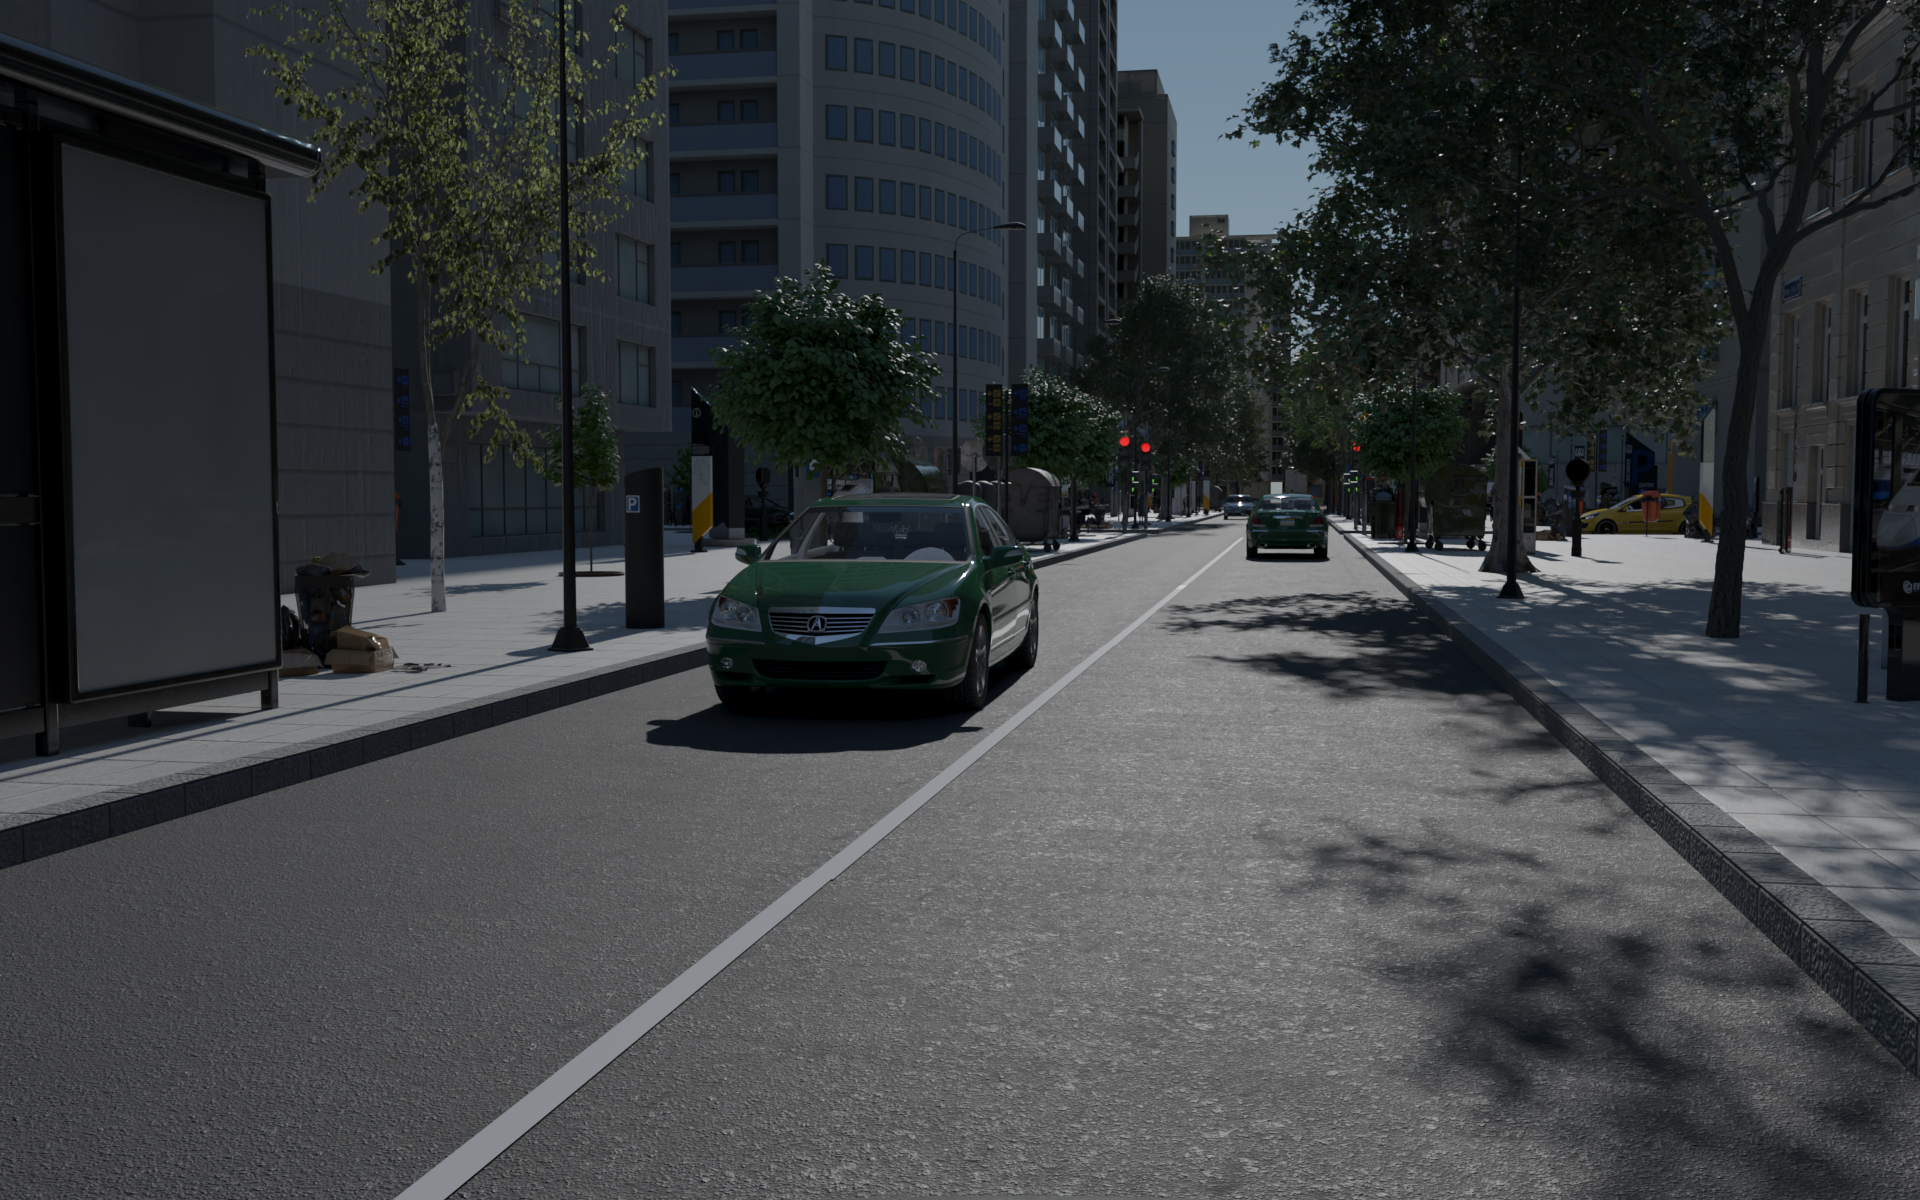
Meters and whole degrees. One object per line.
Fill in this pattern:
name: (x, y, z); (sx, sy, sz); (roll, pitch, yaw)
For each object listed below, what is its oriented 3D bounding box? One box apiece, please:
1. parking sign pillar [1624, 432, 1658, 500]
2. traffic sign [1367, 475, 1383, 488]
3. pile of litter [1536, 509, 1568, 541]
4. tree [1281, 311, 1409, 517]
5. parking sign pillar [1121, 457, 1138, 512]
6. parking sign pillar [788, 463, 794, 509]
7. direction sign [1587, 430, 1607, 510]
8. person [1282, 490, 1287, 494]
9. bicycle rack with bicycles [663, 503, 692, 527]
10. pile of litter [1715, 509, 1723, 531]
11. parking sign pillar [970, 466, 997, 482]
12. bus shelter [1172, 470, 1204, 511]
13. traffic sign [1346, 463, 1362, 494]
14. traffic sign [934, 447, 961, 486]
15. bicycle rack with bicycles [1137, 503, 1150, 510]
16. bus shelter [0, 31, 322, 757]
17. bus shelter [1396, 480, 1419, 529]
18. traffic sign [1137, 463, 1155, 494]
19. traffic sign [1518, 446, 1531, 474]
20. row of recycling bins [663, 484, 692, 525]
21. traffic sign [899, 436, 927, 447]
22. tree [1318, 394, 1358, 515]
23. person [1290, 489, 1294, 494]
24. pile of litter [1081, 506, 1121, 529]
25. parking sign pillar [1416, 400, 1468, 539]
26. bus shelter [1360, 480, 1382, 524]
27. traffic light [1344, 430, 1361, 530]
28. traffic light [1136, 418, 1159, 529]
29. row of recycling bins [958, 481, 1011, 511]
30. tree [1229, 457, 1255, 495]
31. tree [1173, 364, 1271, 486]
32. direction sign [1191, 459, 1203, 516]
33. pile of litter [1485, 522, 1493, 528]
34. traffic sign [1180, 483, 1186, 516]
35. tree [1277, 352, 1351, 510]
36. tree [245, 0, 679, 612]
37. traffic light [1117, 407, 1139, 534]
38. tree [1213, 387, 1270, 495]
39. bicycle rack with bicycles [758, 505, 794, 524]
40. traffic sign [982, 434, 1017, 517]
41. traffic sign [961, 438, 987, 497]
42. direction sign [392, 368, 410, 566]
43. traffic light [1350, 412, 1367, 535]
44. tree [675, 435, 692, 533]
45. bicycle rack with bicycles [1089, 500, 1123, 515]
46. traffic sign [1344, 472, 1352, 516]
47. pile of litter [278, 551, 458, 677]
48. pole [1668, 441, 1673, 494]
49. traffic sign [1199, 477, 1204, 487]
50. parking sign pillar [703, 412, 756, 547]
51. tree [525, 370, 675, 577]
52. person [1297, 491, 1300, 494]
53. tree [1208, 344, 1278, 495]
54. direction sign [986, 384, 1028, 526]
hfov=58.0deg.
parking sign pillar: (29.681, -5.321, 75.475); (1.447, 3.967, 1.447); (0, 4, -6)
traffic sign: (15.423, -3.926, 64.196); (0.884, 2.594, 0.081); (1, 4, 15)
pile of litter: (16.279, -2.079, 47.957); (1.176, 0.858, 1.719); (2, 4, 31)
tree: (21.767, -10.533, 97.971); (9.928, 11.665, 9.643); (0, 3, 0)
parking sign pillar: (11.966, -8.206, 122.642); (1.447, 3.967, 1.447); (2, 4, 25)
parking sign pillar: (-6.226, -4.956, 69.496); (1.447, 3.967, 1.447); (0, 4, 6)
direction sign: (22.408, -4.220, 60.997); (0.876, 3.537, 0.379); (-1, 4, -23)
person: (29.839, -9.215, 159.036); (0.709, 1.838, 0.599); (3, 4, 39)
bicycle rack with bicycles: (-11.885, -3.402, 69.002); (2.852, 0.926, 2.925); (0, 4, 1)
pile of litter: (28.674, -3.068, 64.123); (1.176, 0.858, 1.719); (1, 4, 11)
parking sign pillar: (1.078, -5.312, 75.329); (1.447, 3.967, 1.447); (2, 4, 29)
bus shelter: (14.725, -7.256, 112.552); (2.014, 3.302, 5.546); (1, 4, 11)
traffic sign: (15.750, -4.215, 69.018); (0.768, 2.556, 0.104); (1, 4, 14)
traffic sign: (-0.276, -2.156, 37.376); (0.606, 2.300, 0.079); (1, 4, 19)
bicycle rack with bicycles: (12.556, -6.876, 125.800); (2.925, 0.926, 2.852); (-2, 4, -26)
bus shelter: (-5.659, -1.745, 6.167); (2.179, 5.291, 8.768); (1, 4, 11)
bus shelter: (16.968, -4.484, 64.595); (1.731, 3.624, 6.357); (1, 4, 11)
traffic sign: (7.227, -4.129, 67.608); (0.768, 2.556, 0.104); (1, 4, 15)
traffic sign: (12.838, -2.377, 40.053); (0.795, 2.450, 0.064); (1, 4, 19)
row of recycling bins: (-11.070, -3.928, 71.330); (3.534, 1.692, 1.069); (1, 4, 18)
traffic sign: (-1.081, -2.330, 38.198); (0.768, 2.556, 0.104); (1, 4, 15)
tree: (23.880, -9.550, 106.497); (4.360, 8.622, 3.978); (0, 3, 0)
person: (19.936, -5.790, 103.925); (0.760, 1.731, 0.466); (-2, 4, -29)
pile of litter: (5.122, -3.056, 63.929); (1.719, 0.858, 1.176); (3, 4, 36)
parking sign pillar: (13.851, -3.744, 49.680); (1.447, 3.967, 1.447); (1, 4, 11)
bus shelter: (19.174, -6.186, 78.773); (2.179, 5.291, 8.768); (1, 4, 11)
traffic light: (14.249, -4.490, 62.328); (0.839, 4.253, 0.868); (1, 4, 11)
traffic light: (6.872, -4.576, 63.740); (0.839, 4.253, 0.868); (1, 4, 11)
row of recycling bins: (0.895, -2.947, 55.292); (1.069, 1.692, 3.534); (2, 4, 26)
tree: (32.013, -15.311, 200.697); (4.360, 8.622, 3.978); (0, 3, 0)
tree: (23.186, -15.287, 156.601); (9.857, 13.997, 8.962); (0, 3, 0)
direction sign: (14.125, -6.808, 103.305); (0.379, 3.537, 0.876); (-3, 4, -39)
pile of litter: (20.438, -3.112, 64.845); (1.719, 0.858, 1.176); (2, 4, 29)
traffic sign: (13.096, -6.272, 102.647); (0.768, 2.556, 0.104); (1, 4, 21)
tree: (30.389, -14.363, 141.485); (9.857, 13.997, 8.962); (0, 3, 0)
tree: (-5.459, -4.176, 18.638); (4.360, 8.622, 3.978); (0, 3, 0)
traffic light: (5.349, -4.097, 55.901); (0.839, 4.253, 0.868); (1, 4, 11)
tree: (28.685, -16.108, 181.496); (7.486, 12.596, 7.792); (0, 3, 0)
bicycle rack with bicycles: (-4.866, -2.679, 57.189); (2.925, 0.926, 2.852); (3, 5, 42)
traffic sign: (0.823, -2.214, 36.298); (0.768, 2.556, 0.104); (1, 4, 17)
traffic sign: (0.323, -2.416, 39.615); (0.768, 2.556, 0.104); (1, 4, 19)
direction sign: (-10.190, -2.393, 31.118); (0.379, 3.537, 0.876); (2, 4, 24)
traffic light: (12.726, -4.010, 54.489); (0.839, 4.253, 0.868); (1, 4, 11)
tree: (-9.002, -3.817, 57.008); (1.663, 3.219, 1.824); (0, 3, 0)
bicycle rack with bicycles: (7.699, -5.556, 104.217); (2.852, 0.926, 2.925); (-2, 4, -24)
traffic sign: (20.495, -5.547, 90.796); (0.768, 2.556, 0.104); (1, 4, 16)
pile of litter: (-4.636, 0.083, 12.601); (1.719, 0.858, 1.176); (1, 4, 9)
pole: (27.372, -4.460, 66.769); (0.158, 3.312, 0.155); (0, 3, 0)
traffic sign: (17.833, -7.727, 126.438); (0.768, 2.556, 0.104); (1, 4, 17)
parking sign pillar: (-5.747, -3.308, 42.553); (1.447, 3.967, 1.447); (-2, 4, -30)
tree: (-5.780, -2.001, 27.315); (1.663, 3.219, 1.824); (0, 3, 0)
person: (28.782, -8.411, 146.743); (0.721, 1.736, 1.217); (3, 5, 44)
tree: (33.501, -21.931, 214.466); (12.611, 20.169, 13.585); (0, 3, 0)
direction sign: (0.964, -2.673, 35.696); (0.876, 3.537, 0.379); (1, 4, 9)
